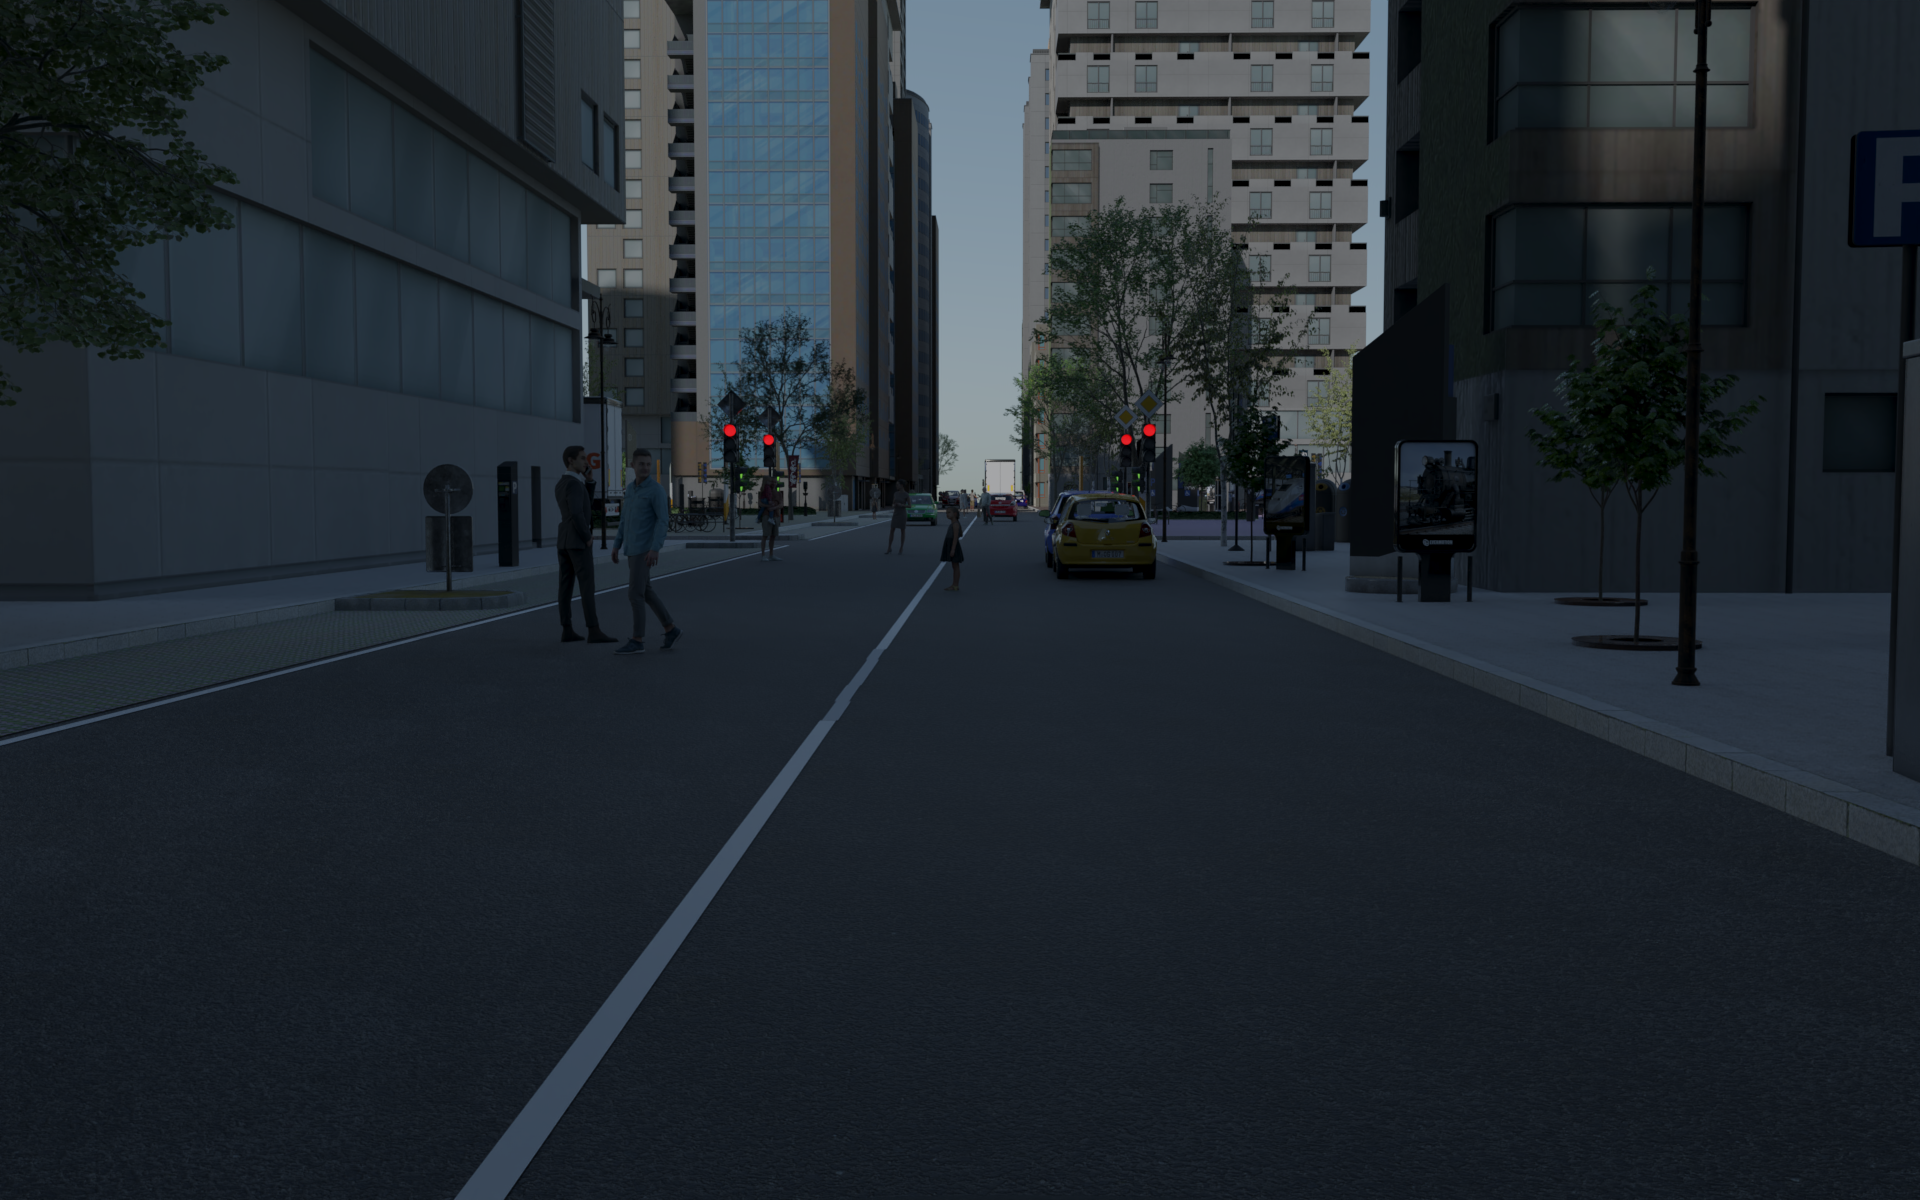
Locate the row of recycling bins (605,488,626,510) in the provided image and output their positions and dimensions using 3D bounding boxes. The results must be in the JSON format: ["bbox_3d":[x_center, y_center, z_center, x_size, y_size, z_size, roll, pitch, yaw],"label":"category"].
[{"bbox_3d":[-25.529,-7.294,126.372,3.534,1.692,1.069,3,5,40],"label":"row of recycling bins"}]

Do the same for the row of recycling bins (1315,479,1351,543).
[{"bbox_3d":[10.609,-2.350,45.537,1.069,1.692,3.534,-3,4,-37],"label":"row of recycling bins"}]

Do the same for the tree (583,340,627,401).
[{"bbox_3d":[-17.626,-7.928,79.984,4.737,8.622,4.395,0,3,0],"label":"tree"}]

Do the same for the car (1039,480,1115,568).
[{"bbox_3d":[2.566,-1.554,35.004,1.945,1.707,3.694,0,4,2],"label":"car"}]

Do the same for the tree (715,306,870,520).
[{"bbox_3d":[-8.211,-9.223,85.212,8.767,10.594,7.601,1,4,15],"label":"tree"}]

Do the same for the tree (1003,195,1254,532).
[{"bbox_3d":[6.136,-8.167,59.286,9.928,11.665,9.643,0,3,0],"label":"tree"}]

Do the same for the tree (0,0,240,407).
[{"bbox_3d":[-9.895,-5.843,13.664,7.486,12.596,7.792,0,3,0],"label":"tree"}]

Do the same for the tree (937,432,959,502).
[{"bbox_3d":[-3.974,-22.240,289.383,9.928,11.665,9.643,0,3,0],"label":"tree"}]

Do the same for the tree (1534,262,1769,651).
[{"bbox_3d":[5.851,-1.218,14.515,1.663,3.219,1.824,0,3,0],"label":"tree"}]

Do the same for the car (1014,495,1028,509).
[{"bbox_3d":[5.618,-9.403,166.312,1.945,1.354,3.894,0,4,0],"label":"car"}]

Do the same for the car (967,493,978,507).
[{"bbox_3d":[1.025,-10.801,186.191,1.945,1.707,3.694,0,4,1],"label":"car"}]

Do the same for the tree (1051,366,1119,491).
[{"bbox_3d":[7.466,-9.072,98.682,4.360,8.622,3.978,0,3,0],"label":"tree"}]

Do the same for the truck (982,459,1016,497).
[{"bbox_3d":[3.289,-9.537,144.850,2.839,4.237,11.283,0,4,1],"label":"truck"}]

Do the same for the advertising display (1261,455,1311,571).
[{"bbox_3d":[5.519,-1.472,29.284,0.123,1.923,0.974,-2,4,-35],"label":"advertising display"}]

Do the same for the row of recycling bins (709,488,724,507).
[{"bbox_3d":[-17.598,-7.245,125.570,1.069,1.692,3.534,0,4,-3],"label":"row of recycling bins"}]

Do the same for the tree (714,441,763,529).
[{"bbox_3d":[-8.015,-4.202,63.311,1.663,3.219,1.824,0,3,0],"label":"tree"}]

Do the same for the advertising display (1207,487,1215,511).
[{"bbox_3d":[16.894,-6.785,116.151,0.123,1.923,0.974,-2,4,-31],"label":"advertising display"}]

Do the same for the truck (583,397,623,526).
[{"bbox_3d":[-15.741,-3.793,50.931,11.283,4.237,2.839,0,4,-1],"label":"truck"}]

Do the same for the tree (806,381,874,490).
[{"bbox_3d":[-7.654,-9.771,110.126,4.737,8.622,4.395,0,3,0],"label":"tree"}]

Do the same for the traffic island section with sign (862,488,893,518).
[{"bbox_3d":[-5.069,-5.871,104.623,1.989,1.847,2.006,0,4,1],"label":"traffic island section with sign"}]

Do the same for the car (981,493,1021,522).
[{"bbox_3d":[2.144,-5.054,91.681,2.155,1.783,4.494,0,4,2],"label":"car"}]

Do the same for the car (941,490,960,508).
[{"bbox_3d":[-0.813,-10.222,175.799,2.281,1.827,5.304,0,3,0],"label":"car"}]

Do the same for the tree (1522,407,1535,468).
[{"bbox_3d":[7.370,-1.566,20.210,1.663,3.219,1.824,0,3,0],"label":"tree"}]

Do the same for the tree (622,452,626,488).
[{"bbox_3d":[-23.008,-8.025,114.914,4.285,4.588,4.351,0,3,0],"label":"tree"}]

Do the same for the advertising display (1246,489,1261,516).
[{"bbox_3d":[15.116,-5.106,88.700,0.974,1.923,0.123,-1,4,-17],"label":"advertising display"}]

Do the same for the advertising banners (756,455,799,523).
[{"bbox_3d":[-8.149,-4.973,77.489,2.074,3.025,0.090,1,4,16],"label":"advertising banners"}]

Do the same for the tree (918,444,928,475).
[{"bbox_3d":[-6.182,-15.527,204.227,4.360,8.622,3.978,0,3,0],"label":"tree"}]

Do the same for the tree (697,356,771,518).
[{"bbox_3d":[-11.981,-8.668,92.092,4.360,8.622,3.978,0,3,0],"label":"tree"}]

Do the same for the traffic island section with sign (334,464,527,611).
[{"bbox_3d":[-6.642,-0.822,22.061,1.989,1.847,2.006,0,4,1],"label":"traffic island section with sign"}]

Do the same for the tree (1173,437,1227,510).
[{"bbox_3d":[13.615,-6.936,97.125,4.285,4.588,4.351,0,3,0],"label":"tree"}]

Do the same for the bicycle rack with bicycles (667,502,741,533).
[{"bbox_3d":[-9.352,-2.749,58.326,2.925,0.926,2.852,-2,4,-33],"label":"bicycle rack with bicycles"}]

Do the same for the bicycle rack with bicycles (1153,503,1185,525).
[{"bbox_3d":[7.646,-3.664,73.295,2.852,0.926,2.925,-1,4,-8],"label":"bicycle rack with bicycles"}]

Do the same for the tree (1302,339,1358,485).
[{"bbox_3d":[18.264,-8.112,82.994,4.737,8.622,4.395,0,3,0],"label":"tree"}]

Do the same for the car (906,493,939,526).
[{"bbox_3d":[-1.945,-4.318,79.388,1.959,1.807,4.718,0,3,0],"label":"car"}]

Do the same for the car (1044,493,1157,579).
[{"bbox_3d":[2.508,-1.249,30.643,2.015,1.641,3.980,0,4,2],"label":"car"}]

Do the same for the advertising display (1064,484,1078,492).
[{"bbox_3d":[7.448,-6.809,116.545,0.974,1.923,0.123,-1,4,-14],"label":"advertising display"}]

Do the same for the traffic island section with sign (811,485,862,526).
[{"bbox_3d":[-5.590,-4.219,77.612,1.989,1.847,2.006,0,4,1],"label":"traffic island section with sign"}]

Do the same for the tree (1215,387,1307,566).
[{"bbox_3d":[5.410,-2.241,31.249,1.663,3.219,1.824,0,3,0],"label":"tree"}]

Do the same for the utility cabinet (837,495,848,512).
[{"bbox_3d":[-8.712,-7.099,127.234,1.020,1.237,0.306,-3,5,-41],"label":"utility cabinet"}]

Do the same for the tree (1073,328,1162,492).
[{"bbox_3d":[6.891,-7.770,77.403,4.737,8.622,4.395,0,3,0],"label":"tree"}]

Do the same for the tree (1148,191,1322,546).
[{"bbox_3d":[6.506,-5.611,42.101,4.360,8.622,3.978,0,3,0],"label":"tree"}]

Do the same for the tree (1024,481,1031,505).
[{"bbox_3d":[8.596,-13.375,213.288,1.663,3.219,1.824,0,3,0],"label":"tree"}]

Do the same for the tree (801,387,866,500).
[{"bbox_3d":[-8.251,-10.132,116.023,4.360,8.622,3.978,0,3,0],"label":"tree"}]

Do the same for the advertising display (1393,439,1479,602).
[{"bbox_3d":[5.636,-0.937,20.530,0.974,1.923,0.123,0,4,-4],"label":"advertising display"}]
